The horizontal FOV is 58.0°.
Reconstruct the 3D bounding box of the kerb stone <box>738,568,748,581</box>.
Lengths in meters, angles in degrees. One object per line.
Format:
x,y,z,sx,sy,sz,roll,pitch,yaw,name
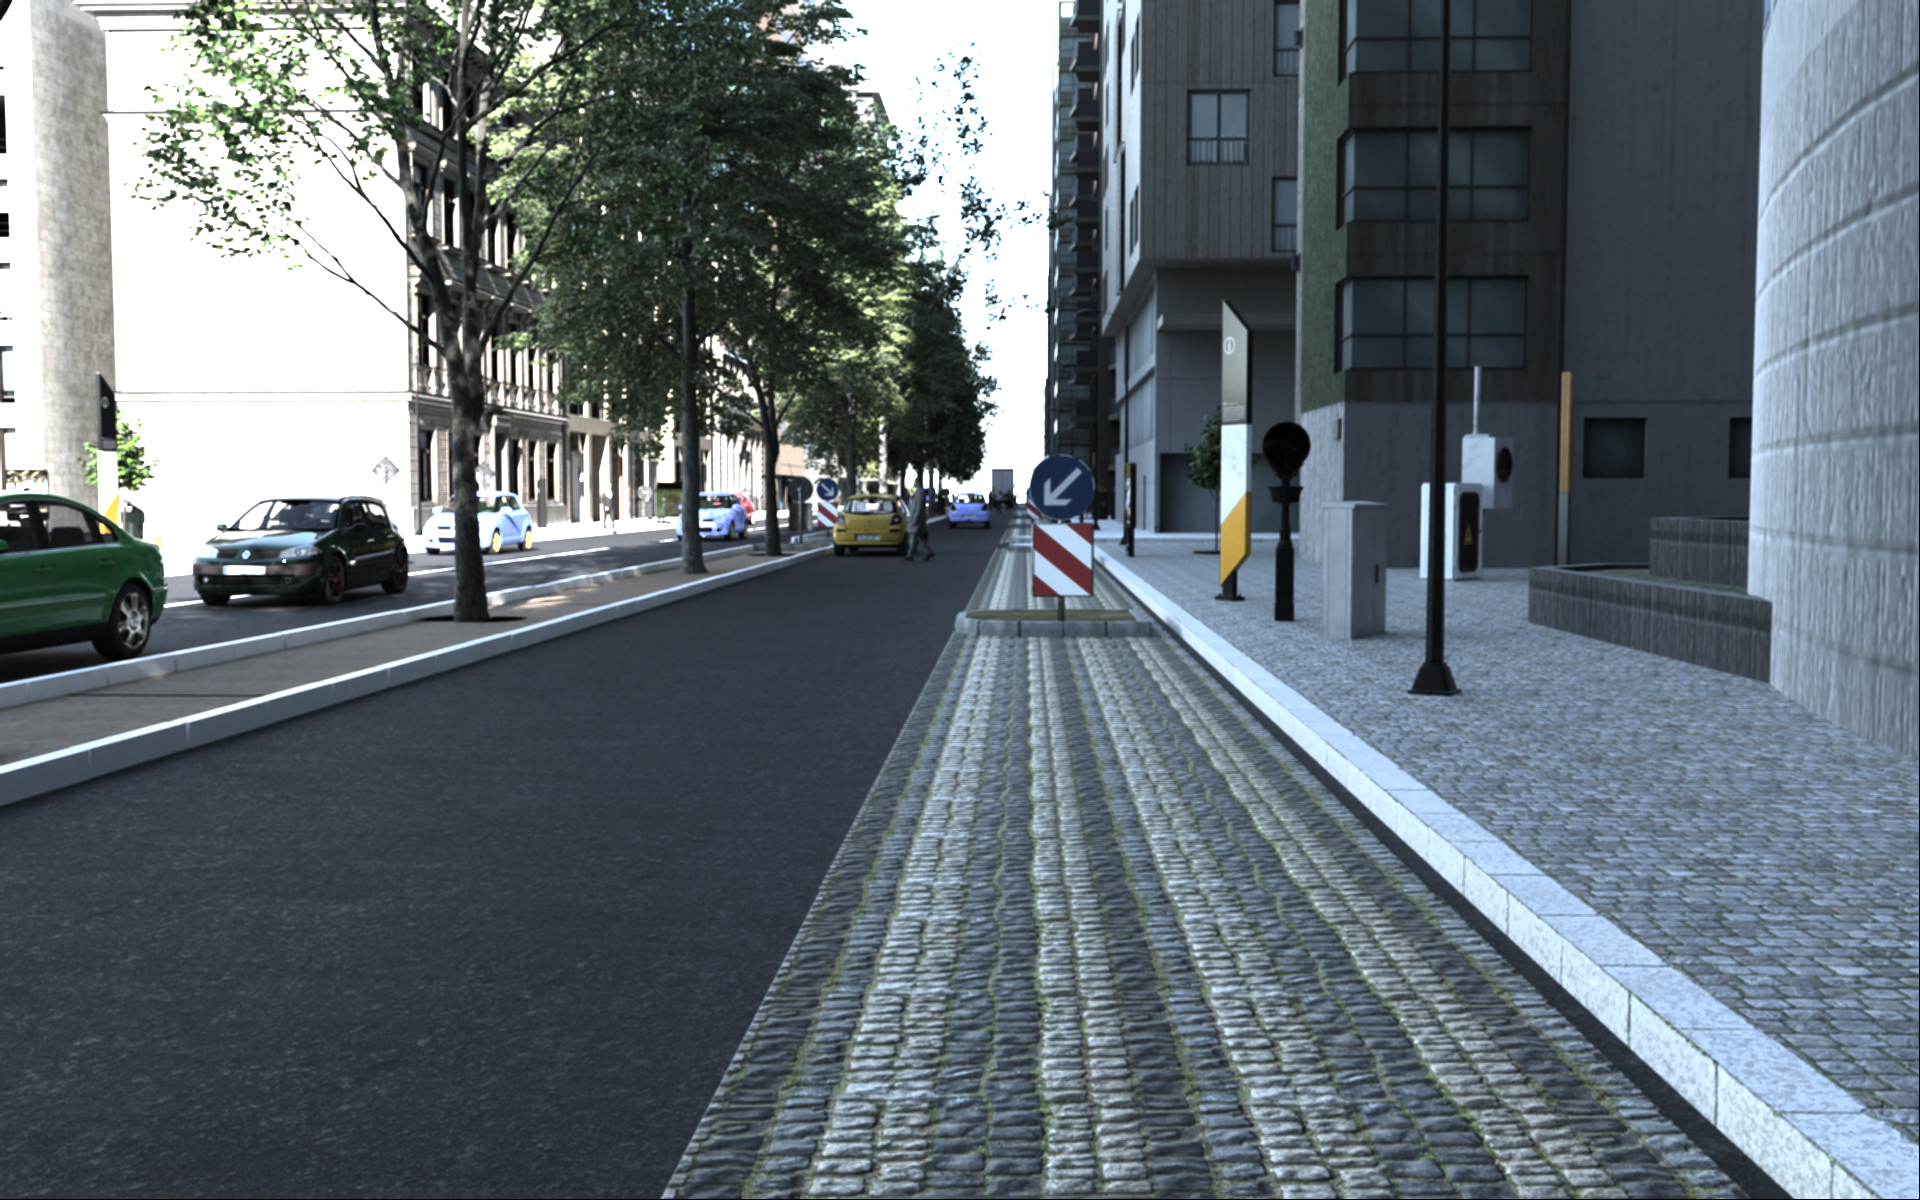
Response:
-3.686,-0.397,28.682,0.120,0.150,1.000,0,4,2,kerb stone

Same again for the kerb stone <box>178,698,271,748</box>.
-4.376,0.730,10.254,0.120,0.150,1.000,0,4,2,kerb stone

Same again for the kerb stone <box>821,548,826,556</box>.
-3.265,-1.085,39.928,0.120,0.150,1.000,0,4,2,kerb stone

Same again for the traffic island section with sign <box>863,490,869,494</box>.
-9.691,-10.445,179.399,1.989,1.847,2.006,0,4,2,traffic island section with sign

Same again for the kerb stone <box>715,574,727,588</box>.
-3.768,-0.272,26.639,0.120,0.150,1.000,0,4,2,kerb stone

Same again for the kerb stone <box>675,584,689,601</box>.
-3.879,-0.077,23.574,0.120,0.150,1.000,0,4,2,kerb stone

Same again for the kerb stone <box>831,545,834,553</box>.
-3.184,-1.200,41.981,0.120,0.150,1.000,0,4,2,kerb stone

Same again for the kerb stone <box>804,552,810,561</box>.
-3.379,-0.897,36.861,0.120,0.150,1.000,0,4,2,kerb stone

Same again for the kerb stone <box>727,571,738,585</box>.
-3.728,-0.330,27.661,0.120,0.150,1.000,0,4,2,kerb stone

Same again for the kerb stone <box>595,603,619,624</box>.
-4.033,0.167,19.461,0.120,0.150,1.000,0,4,2,kerb stone

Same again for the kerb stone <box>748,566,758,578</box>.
-3.645,-0.457,29.704,0.120,0.150,1.000,0,4,2,kerb stone

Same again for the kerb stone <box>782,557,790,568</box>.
-3.488,-0.705,33.796,0.120,0.150,1.000,0,4,2,kerb stone

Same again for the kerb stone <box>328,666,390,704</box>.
-4.307,0.608,12.298,0.120,0.150,1.000,0,4,2,kerb stone

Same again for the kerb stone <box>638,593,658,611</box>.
-3.952,0.046,21.520,0.120,0.150,1.000,0,4,2,kerb stone

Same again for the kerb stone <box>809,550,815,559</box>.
-3.345,-0.956,37.883,0.120,0.150,1.000,0,4,2,kerb stone

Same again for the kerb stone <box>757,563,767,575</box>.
-3.602,-0.522,30.726,0.120,0.150,1.000,0,4,2,kerb stone

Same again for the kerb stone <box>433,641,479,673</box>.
-4.223,0.480,14.345,0.120,0.150,1.000,0,4,2,kerb stone

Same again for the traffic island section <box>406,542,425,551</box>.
-14.748,-1.358,44.492,2.009,0.180,2.903,0,4,2,traffic island section

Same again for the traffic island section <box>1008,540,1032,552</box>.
2.231,-1.319,43.852,2.009,0.180,2.903,0,4,2,traffic island section

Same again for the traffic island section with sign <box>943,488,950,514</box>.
-1.064,-7.259,126.818,2.006,1.907,1.989,0,4,2,traffic island section with sign

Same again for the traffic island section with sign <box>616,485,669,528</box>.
-13.626,-4.033,74.569,1.989,1.847,2.006,0,4,2,traffic island section with sign

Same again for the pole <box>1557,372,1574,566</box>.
10.134,-2.149,28.983,0.158,3.312,0.155,0,3,0,pole

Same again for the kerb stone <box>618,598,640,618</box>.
-3.989,0.104,20.491,0.120,0.150,1.000,0,4,2,kerb stone

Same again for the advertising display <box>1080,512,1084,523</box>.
4.441,-3.547,63.215,0.123,1.923,0.974,0,3,0,advertising display

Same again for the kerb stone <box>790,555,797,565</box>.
-3.459,-0.768,34.818,0.120,0.150,1.000,0,4,2,kerb stone

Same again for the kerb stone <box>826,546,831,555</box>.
-3.226,-1.142,40.950,0.120,0.150,1.000,0,4,2,kerb stone

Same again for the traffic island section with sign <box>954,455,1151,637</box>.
0.948,-0.585,18.185,1.989,1.847,2.006,0,4,2,traffic island section with sign

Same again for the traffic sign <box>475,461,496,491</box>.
-14.425,-2.983,52.409,0.795,2.450,0.064,0,4,2,traffic sign

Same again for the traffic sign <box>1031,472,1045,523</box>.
2.507,-2.943,51.755,0.795,2.450,0.064,0,4,2,traffic sign

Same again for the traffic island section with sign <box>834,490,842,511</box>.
-10.716,-8.763,151.905,1.989,1.847,2.006,0,4,2,traffic island section with sign

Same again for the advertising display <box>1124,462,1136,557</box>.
3.518,-1.870,35.786,0.123,1.923,0.974,0,4,-2,advertising display

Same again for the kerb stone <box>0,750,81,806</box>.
-4.455,0.856,8.207,0.120,0.150,1.000,0,4,2,kerb stone

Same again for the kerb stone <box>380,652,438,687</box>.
-4.262,0.543,13.324,0.120,0.150,1.000,0,4,2,kerb stone

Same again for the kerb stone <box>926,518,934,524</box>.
-1.512,-3.937,86.573,0.120,0.150,1.000,0,4,2,kerb stone

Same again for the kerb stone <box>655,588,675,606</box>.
-3.910,-0.021,22.547,0.120,0.150,1.000,0,4,2,kerb stone

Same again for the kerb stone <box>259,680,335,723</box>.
-4.344,0.668,11.276,0.120,0.150,1.000,0,4,2,kerb stone

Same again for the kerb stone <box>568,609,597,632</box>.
-4.072,0.230,18.436,0.120,0.150,1.000,0,4,2,kerb stone

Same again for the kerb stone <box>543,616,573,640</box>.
-4.108,0.295,17.414,0.120,0.150,1.000,0,4,2,kerb stone

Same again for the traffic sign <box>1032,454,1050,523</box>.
2.207,-2.455,43.775,0.795,2.450,0.064,0,4,2,traffic sign

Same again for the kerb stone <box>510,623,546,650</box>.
-4.143,0.358,16.392,0.120,0.150,1.000,0,4,2,kerb stone

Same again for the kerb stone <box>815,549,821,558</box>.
-3.302,-1.022,38.906,0.120,0.150,1.000,0,4,2,kerb stone

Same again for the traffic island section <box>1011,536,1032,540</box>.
2.531,-1.807,51.831,2.009,0.180,2.903,0,4,2,traffic island section

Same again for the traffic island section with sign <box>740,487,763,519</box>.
-12.612,-5.681,101.505,1.989,1.847,2.006,0,4,2,traffic island section with sign

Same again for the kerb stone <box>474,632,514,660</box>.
-4.191,0.417,15.371,0.120,0.150,1.000,0,4,2,kerb stone

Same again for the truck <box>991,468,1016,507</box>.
4.798,-12.474,192.864,2.839,4.237,11.283,0,4,2,truck

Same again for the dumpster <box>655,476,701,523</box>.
-13.191,-4.654,81.045,1.985,2.255,1.502,0,4,3,dumpster

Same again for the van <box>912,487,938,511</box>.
-2.847,-8.755,147.526,2.240,2.365,5.245,0,4,2,van

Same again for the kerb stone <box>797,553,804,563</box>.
-3.414,-0.834,35.839,0.120,0.150,1.000,0,4,2,kerb stone

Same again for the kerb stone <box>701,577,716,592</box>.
-3.800,-0.209,25.617,0.120,0.150,1.000,0,4,2,kerb stone

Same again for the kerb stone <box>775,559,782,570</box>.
-3.540,-0.642,32.770,0.120,0.150,1.000,0,4,2,kerb stone

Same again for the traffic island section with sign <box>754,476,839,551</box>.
-4.163,-2.214,44.330,2.006,1.907,1.989,0,4,2,traffic island section with sign

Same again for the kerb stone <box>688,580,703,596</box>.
-3.842,-0.146,24.596,0.120,0.150,1.000,0,4,2,kerb stone

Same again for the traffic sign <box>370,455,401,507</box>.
-14.725,-2.495,44.429,0.795,2.450,0.064,0,4,2,traffic sign

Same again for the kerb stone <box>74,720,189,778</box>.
-4.423,0.793,9.230,0.120,0.150,1.000,0,4,2,kerb stone

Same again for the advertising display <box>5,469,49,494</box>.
-23.979,-2.405,44.543,0.974,1.923,0.123,-2,4,-29,advertising display

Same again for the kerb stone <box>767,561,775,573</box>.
-3.570,-0.584,31.747,0.120,0.150,1.000,0,4,2,kerb stone
